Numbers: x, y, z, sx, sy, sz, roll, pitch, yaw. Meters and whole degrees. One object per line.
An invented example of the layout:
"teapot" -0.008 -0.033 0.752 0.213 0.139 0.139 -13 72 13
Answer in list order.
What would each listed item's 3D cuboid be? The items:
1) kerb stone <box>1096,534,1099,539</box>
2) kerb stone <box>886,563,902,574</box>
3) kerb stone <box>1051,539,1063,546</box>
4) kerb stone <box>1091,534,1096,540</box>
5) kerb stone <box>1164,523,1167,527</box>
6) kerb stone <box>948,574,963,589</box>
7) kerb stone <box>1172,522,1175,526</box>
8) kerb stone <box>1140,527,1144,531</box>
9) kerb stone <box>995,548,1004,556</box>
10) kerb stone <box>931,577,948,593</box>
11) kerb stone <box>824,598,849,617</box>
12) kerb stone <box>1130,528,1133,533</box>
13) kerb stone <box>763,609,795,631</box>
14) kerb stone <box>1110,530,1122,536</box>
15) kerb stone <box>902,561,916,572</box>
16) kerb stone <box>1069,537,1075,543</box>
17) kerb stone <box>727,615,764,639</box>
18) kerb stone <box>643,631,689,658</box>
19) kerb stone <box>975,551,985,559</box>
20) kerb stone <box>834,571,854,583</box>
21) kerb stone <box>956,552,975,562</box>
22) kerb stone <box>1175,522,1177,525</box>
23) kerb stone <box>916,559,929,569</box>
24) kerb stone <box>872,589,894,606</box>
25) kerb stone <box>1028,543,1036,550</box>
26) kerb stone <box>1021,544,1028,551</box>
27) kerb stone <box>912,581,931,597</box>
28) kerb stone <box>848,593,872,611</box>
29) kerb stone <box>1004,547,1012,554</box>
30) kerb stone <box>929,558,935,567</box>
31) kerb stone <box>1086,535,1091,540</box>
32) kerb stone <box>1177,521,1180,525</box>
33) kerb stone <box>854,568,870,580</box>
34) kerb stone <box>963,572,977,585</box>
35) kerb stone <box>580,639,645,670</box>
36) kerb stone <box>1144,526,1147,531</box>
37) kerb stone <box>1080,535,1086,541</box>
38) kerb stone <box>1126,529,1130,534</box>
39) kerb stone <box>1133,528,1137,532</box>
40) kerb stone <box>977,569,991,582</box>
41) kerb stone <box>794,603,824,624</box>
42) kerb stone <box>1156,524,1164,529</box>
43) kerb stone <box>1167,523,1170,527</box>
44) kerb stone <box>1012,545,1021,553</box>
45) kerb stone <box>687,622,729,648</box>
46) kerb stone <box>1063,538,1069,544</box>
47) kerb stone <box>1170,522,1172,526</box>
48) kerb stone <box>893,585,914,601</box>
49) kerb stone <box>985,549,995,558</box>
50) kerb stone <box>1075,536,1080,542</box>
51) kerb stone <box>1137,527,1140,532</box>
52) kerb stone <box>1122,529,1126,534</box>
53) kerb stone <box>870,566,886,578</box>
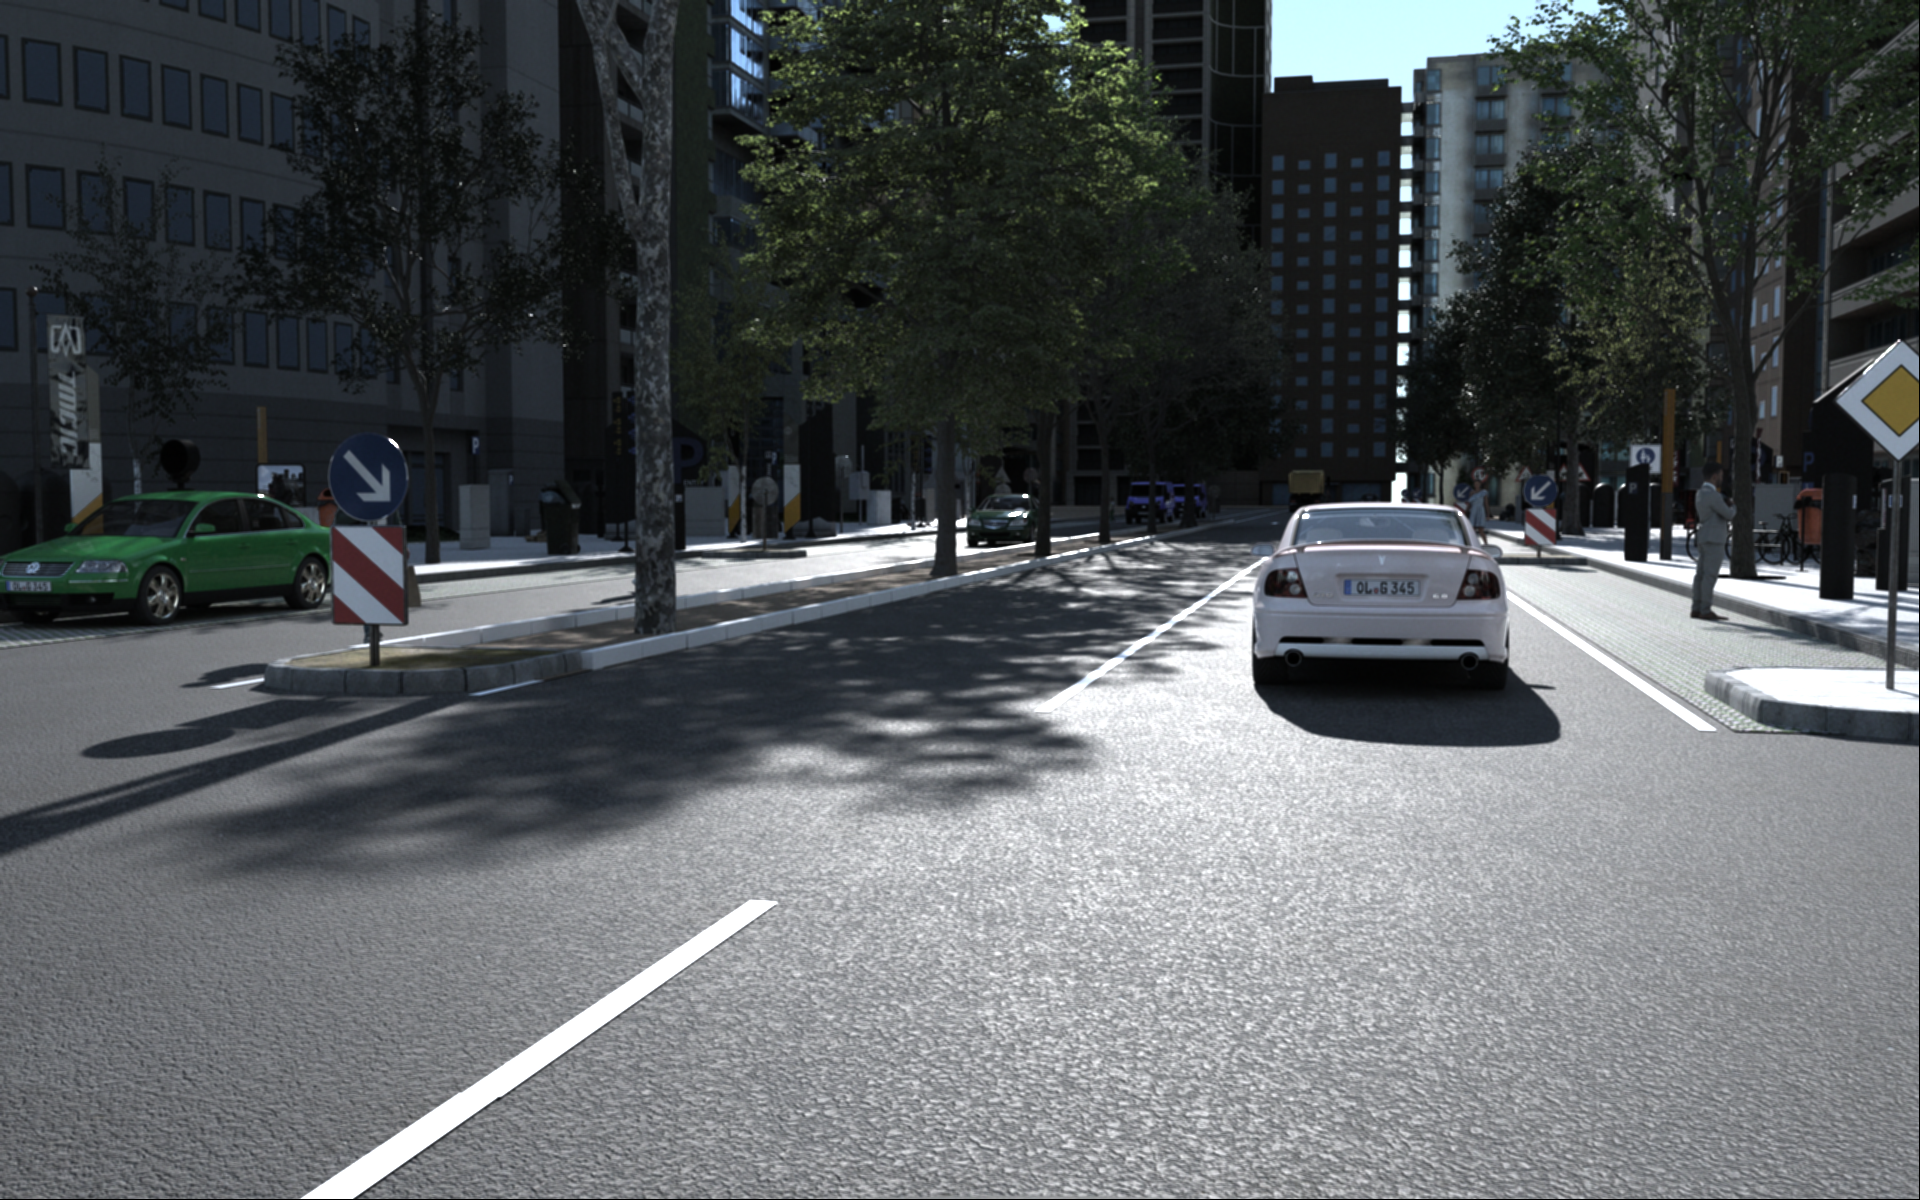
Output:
"kerb stone" 4.254 -2.008 55.018 0.120 0.150 1.000 1 4 13
"kerb stone" -1.277 -0.541 31.047 0.120 0.150 1.000 1 4 13
"kerb stone" 2.639 -1.580 48.027 0.120 0.150 1.000 1 4 13
"kerb stone" 4.028 -1.947 54.021 0.120 0.150 1.000 1 4 13
"kerb stone" 8.632 -3.168 73.990 0.120 0.150 1.000 1 4 13
"kerb stone" -0.164 -0.265 26.536 0.120 0.150 1.000 1 4 13
"kerb stone" 9.328 -3.353 77.021 0.120 0.150 1.000 1 4 13
"kerb stone" 6.787 -2.680 66.017 0.120 0.150 1.000 1 4 13
"kerb stone" 0.790 -1.091 40.041 0.120 0.150 1.000 1 4 13
"kerb stone" -0.395 -0.204 25.531 0.120 0.150 1.000 1 4 13
"kerb stone" -1.543 0.102 20.550 0.120 0.150 1.000 1 4 13
"kerb stone" 6.092 -2.497 63.015 0.120 0.150 1.000 1 4 13
"kerb stone" -2.013 0.223 18.549 0.120 0.150 1.000 1 4 13
"kerb stone" 5.403 -2.313 60.017 0.120 0.150 1.000 1 4 13
"kerb stone" -1.053 -0.601 32.047 0.120 0.150 1.000 1 4 13
"kerb stone" 3.103 -1.703 50.038 0.120 0.150 1.000 1 4 13
"kerb stone" -2.237 0.284 17.552 0.120 0.150 1.000 1 4 13
"kerb stone" -2.705 0.408 15.560 0.120 0.150 1.000 1 4 13
"kerb stone" 0.332 -0.970 38.048 0.120 0.150 1.000 1 4 13
"kerb stone" -1.962 -0.358 28.047 0.120 0.150 1.000 1 4 13
"kerb stone" 0.109 -0.908 37.051 0.120 0.150 1.000 1 4 13
"kerb stone" 9.572 -3.414 78.014 0.120 0.150 1.000 1 4 13
"kerb stone" -0.816 -0.660 33.043 0.120 0.150 1.000 1 4 13
"kerb stone" -1.084 -0.020 22.542 0.120 0.150 1.000 1 4 13
"kerb stone" 1.717 -1.335 44.035 0.120 0.150 1.000 1 4 13
"kerb stone" 1.486 -1.274 43.040 0.120 0.150 1.000 1 4 13
"kerb stone" -0.625 -0.143 24.534 0.120 0.150 1.000 1 4 13
"kerb stone" -1.316 0.040 21.546 0.120 0.150 1.000 1 4 13
"kerb stone" 1.021 -1.152 41.039 0.120 0.150 1.000 1 4 13
"kerb stone" -0.580 -0.725 34.047 0.120 0.150 1.000 1 4 13
"kerb stone" 3.796 -1.885 53.026 0.120 0.150 1.000 1 4 13
"kerb stone" 9.789 -3.471 79.014 0.120 0.150 1.000 1 4 13
"kerb stone" -1.743 -0.414 29.051 0.120 0.150 1.000 1 4 13
"kerb stone" 0.064 -0.327 27.541 0.120 0.150 1.000 1 4 13
"kerb stone" -2.928 0.467 14.562 0.120 0.150 1.000 1 4 13
"kerb stone" 7.019 -2.741 67.012 0.120 0.150 1.000 1 4 13
"kerb stone" 3.563 -1.822 52.030 0.120 0.150 1.000 1 4 13
"kerb stone" 5.870 -2.436 62.017 0.120 0.150 1.000 1 4 13
"kerb stone" 6.323 -2.558 64.011 0.120 0.150 1.000 1 4 13
"kerb stone" 0.301 -0.388 28.536 0.120 0.150 1.000 1 4 13
"kerb stone" -1.773 0.162 19.546 0.120 0.150 1.000 1 4 13
"kerb stone" 8.397 -3.107 72.994 0.120 0.150 1.000 1 4 13
"kerb stone" 8.868 -3.229 74.997 0.120 0.150 1.000 1 4 13
"kerb stone" 1.255 -1.214 42.044 0.120 0.150 1.000 1 4 13
"kerb stone" -2.466 0.350 16.555 0.120 0.150 1.000 1 4 13
"kerb stone" 2.873 -1.638 49.029 0.120 0.150 1.000 1 4 13
"kerb stone" 9.092 -3.291 76.007 0.120 0.150 1.000 1 4 13
"kerb stone" -0.850 -0.082 23.537 0.120 0.150 1.000 1 4 13
"kerb stone" 0.561 -1.030 39.045 0.120 0.150 1.000 1 4 13
"kerb stone" 3.335 -1.764 51.034 0.120 0.150 1.000 1 4 13
"kerb stone" 6.554 -2.616 65.014 0.120 0.150 1.000 1 4 13
"kerb stone" 5.625 -2.372 61.023 0.120 0.150 1.000 1 4 13
"kerb stone" -1.513 -0.481 30.052 0.120 0.150 1.000 1 4 13
